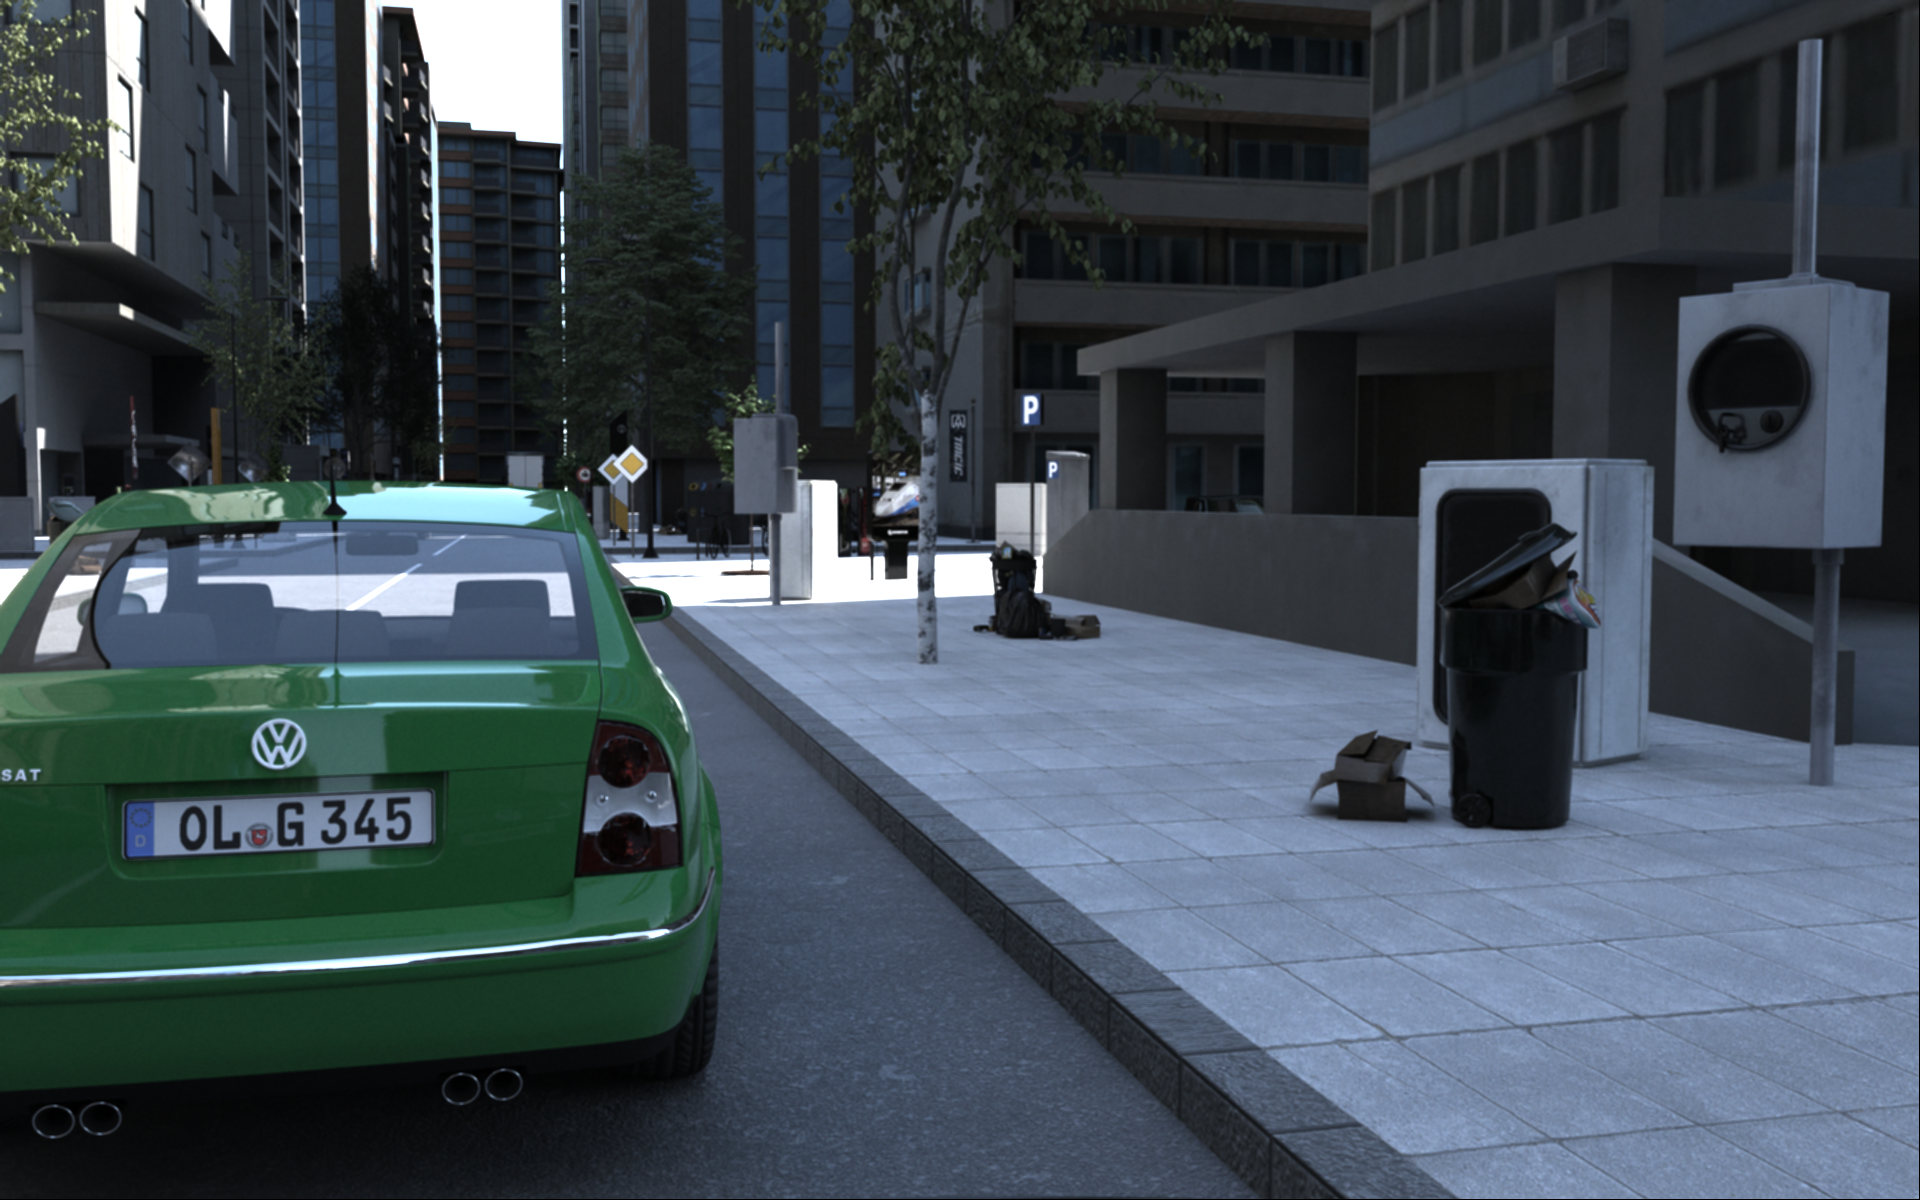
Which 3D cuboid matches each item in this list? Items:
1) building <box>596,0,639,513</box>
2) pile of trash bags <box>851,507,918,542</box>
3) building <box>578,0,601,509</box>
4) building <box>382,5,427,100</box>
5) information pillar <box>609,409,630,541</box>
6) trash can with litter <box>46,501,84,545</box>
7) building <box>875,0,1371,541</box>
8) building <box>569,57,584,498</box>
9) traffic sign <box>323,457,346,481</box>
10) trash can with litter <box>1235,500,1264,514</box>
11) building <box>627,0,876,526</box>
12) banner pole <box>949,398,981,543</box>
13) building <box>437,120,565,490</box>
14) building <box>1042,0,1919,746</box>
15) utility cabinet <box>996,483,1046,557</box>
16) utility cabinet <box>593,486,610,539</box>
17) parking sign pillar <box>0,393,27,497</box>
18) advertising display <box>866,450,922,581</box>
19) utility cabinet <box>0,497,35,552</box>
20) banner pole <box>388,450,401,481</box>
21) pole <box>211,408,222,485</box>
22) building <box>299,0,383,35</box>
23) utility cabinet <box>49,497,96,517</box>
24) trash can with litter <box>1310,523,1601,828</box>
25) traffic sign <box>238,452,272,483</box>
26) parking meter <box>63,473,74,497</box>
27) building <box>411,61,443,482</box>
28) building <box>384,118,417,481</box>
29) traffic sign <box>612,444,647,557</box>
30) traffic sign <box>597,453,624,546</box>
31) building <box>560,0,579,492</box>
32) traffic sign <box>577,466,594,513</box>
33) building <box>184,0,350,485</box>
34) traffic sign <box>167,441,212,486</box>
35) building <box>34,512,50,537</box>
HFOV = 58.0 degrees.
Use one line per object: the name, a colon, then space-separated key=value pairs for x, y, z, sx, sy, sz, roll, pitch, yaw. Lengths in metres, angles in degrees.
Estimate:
building: x=-19.300 y=-27.096 z=126.614 sx=14.154 sy=41.232 sz=14.086 roll=-1 pitch=4 yaw=-14
pile of trash bags: x=-2.785 y=-2.253 z=46.583 sx=3.447 sy=1.369 sz=1.912 roll=-3 pitch=5 yaw=-44
building: x=-21.571 y=-37.020 z=147.274 sx=21.231 sy=58.520 sz=28.212 roll=-1 pitch=4 yaw=-14
building: x=-58.480 y=-30.425 z=152.069 sx=22.147 sy=44.769 sz=28.867 roll=-1 pitch=4 yaw=-14
information pillar: x=-9.355 y=-3.438 z=47.568 sx=0.504 sy=3.616 sz=0.183 roll=-1 pitch=4 yaw=-15
trash can with litter: x=-14.070 y=-0.994 z=27.637 sx=1.055 sy=1.170 sz=0.624 roll=2 pitch=4 yaw=31
building: x=8.243 y=-26.612 z=58.802 sx=21.600 sy=48.544 sz=21.300 roll=-1 pitch=4 yaw=-14
building: x=-30.157 y=-29.592 z=167.424 sx=14.154 sy=41.232 sz=14.086 roll=-1 pitch=4 yaw=-14
traffic sign: x=-21.613 y=-3.656 z=59.876 sx=0.768 sy=2.556 sz=0.104 roll=0 pitch=4 yaw=-6
trash can with litter: x=5.579 y=-1.298 z=32.615 sx=0.624 sy=1.170 sz=1.055 roll=-1 pitch=4 yaw=-13
building: x=-7.087 y=-26.013 z=75.424 sx=14.600 sy=45.320 sz=14.200 roll=-1 pitch=4 yaw=-14
banner pole: x=0.118 y=-3.385 z=45.365 sx=0.863 sy=3.779 sz=0.401 roll=0 pitch=4 yaw=-3
building: x=-61.684 y=-33.702 z=205.657 sx=28.867 sy=44.769 sz=22.147 roll=-1 pitch=4 yaw=-14
building: x=18.359 y=-19.958 z=18.188 sx=32.217 sy=40.220 sz=23.993 roll=-1 pitch=4 yaw=-14
utility cabinet: x=1.285 y=-1.630 z=35.324 sx=1.173 sy=1.500 sz=0.318 roll=3 pitch=5 yaw=40
utility cabinet: x=-10.233 y=-2.496 z=49.494 sx=0.318 sy=1.500 sz=1.173 roll=0 pitch=4 yaw=-3
parking sign pillar: x=-25.907 y=-3.559 z=46.670 sx=1.447 sy=3.967 sz=1.447 roll=0 pitch=4 yaw=2
advertising display: x=-0.957 y=-1.266 z=25.909 sx=0.974 sy=1.923 sz=0.123 roll=-2 pitch=4 yaw=-35
utility cabinet: x=-21.331 y=-1.691 z=38.813 sx=1.020 sy=1.237 sz=0.306 roll=-2 pitch=4 yaw=-24
banner pole: x=-32.136 y=-6.623 z=98.307 sx=0.863 sy=3.779 sz=0.401 roll=-1 pitch=4 yaw=-19
pole: x=-17.586 y=-2.885 z=41.013 sx=0.158 sy=3.312 sz=0.155 roll=0 pitch=3 yaw=0
building: x=-46.750 y=-28.585 z=117.471 sx=14.600 sy=45.320 sz=14.200 roll=-1 pitch=4 yaw=-14
utility cabinet: x=-21.812 y=-1.922 z=42.583 sx=0.306 sy=1.237 sz=1.020 roll=2 pitch=4 yaw=33
trash can with litter: x=1.914 y=0.282 z=6.778 sx=1.055 sy=1.170 sz=0.624 roll=1 pitch=4 yaw=12
traffic sign: x=-16.607 y=-2.273 z=40.805 sx=0.795 sy=2.450 sz=0.064 roll=-1 pitch=4 yaw=-14
parking meter: x=-25.067 y=-2.631 z=48.733 sx=0.255 sy=1.863 sz=0.399 roll=-2 pitch=4 yaw=-31
building: x=-60.340 y=-32.113 z=175.163 sx=14.200 sy=45.320 sz=14.600 roll=-1 pitch=4 yaw=-14
building: x=-49.388 y=-22.026 z=131.827 sx=14.160 sy=30.474 sz=14.107 roll=-1 pitch=4 yaw=-14
traffic sign: x=-6.625 y=-1.920 z=35.029 sx=0.795 sy=2.450 sz=0.064 roll=-1 pitch=4 yaw=-14
traffic sign: x=-8.552 y=-2.394 z=42.779 sx=0.795 sy=2.450 sz=0.064 roll=-1 pitch=4 yaw=-14
building: x=-37.670 y=-47.250 z=210.782 sx=20.611 sy=71.187 sz=20.563 roll=-1 pitch=4 yaw=-14
traffic sign: x=-17.202 y=-4.860 z=79.562 sx=0.768 sy=2.556 sz=0.104 roll=0 pitch=4 yaw=-8
building: x=-44.039 y=-39.935 z=91.188 sx=20.563 sy=71.187 sz=20.611 roll=-1 pitch=4 yaw=-14
traffic sign: x=-14.680 y=-1.799 z=33.055 sx=0.795 sy=2.450 sz=0.064 roll=-1 pitch=4 yaw=-14
building: x=-40.930 y=-28.725 z=58.899 sx=28.713 sy=52.752 sz=27.495 roll=-1 pitch=4 yaw=-14
